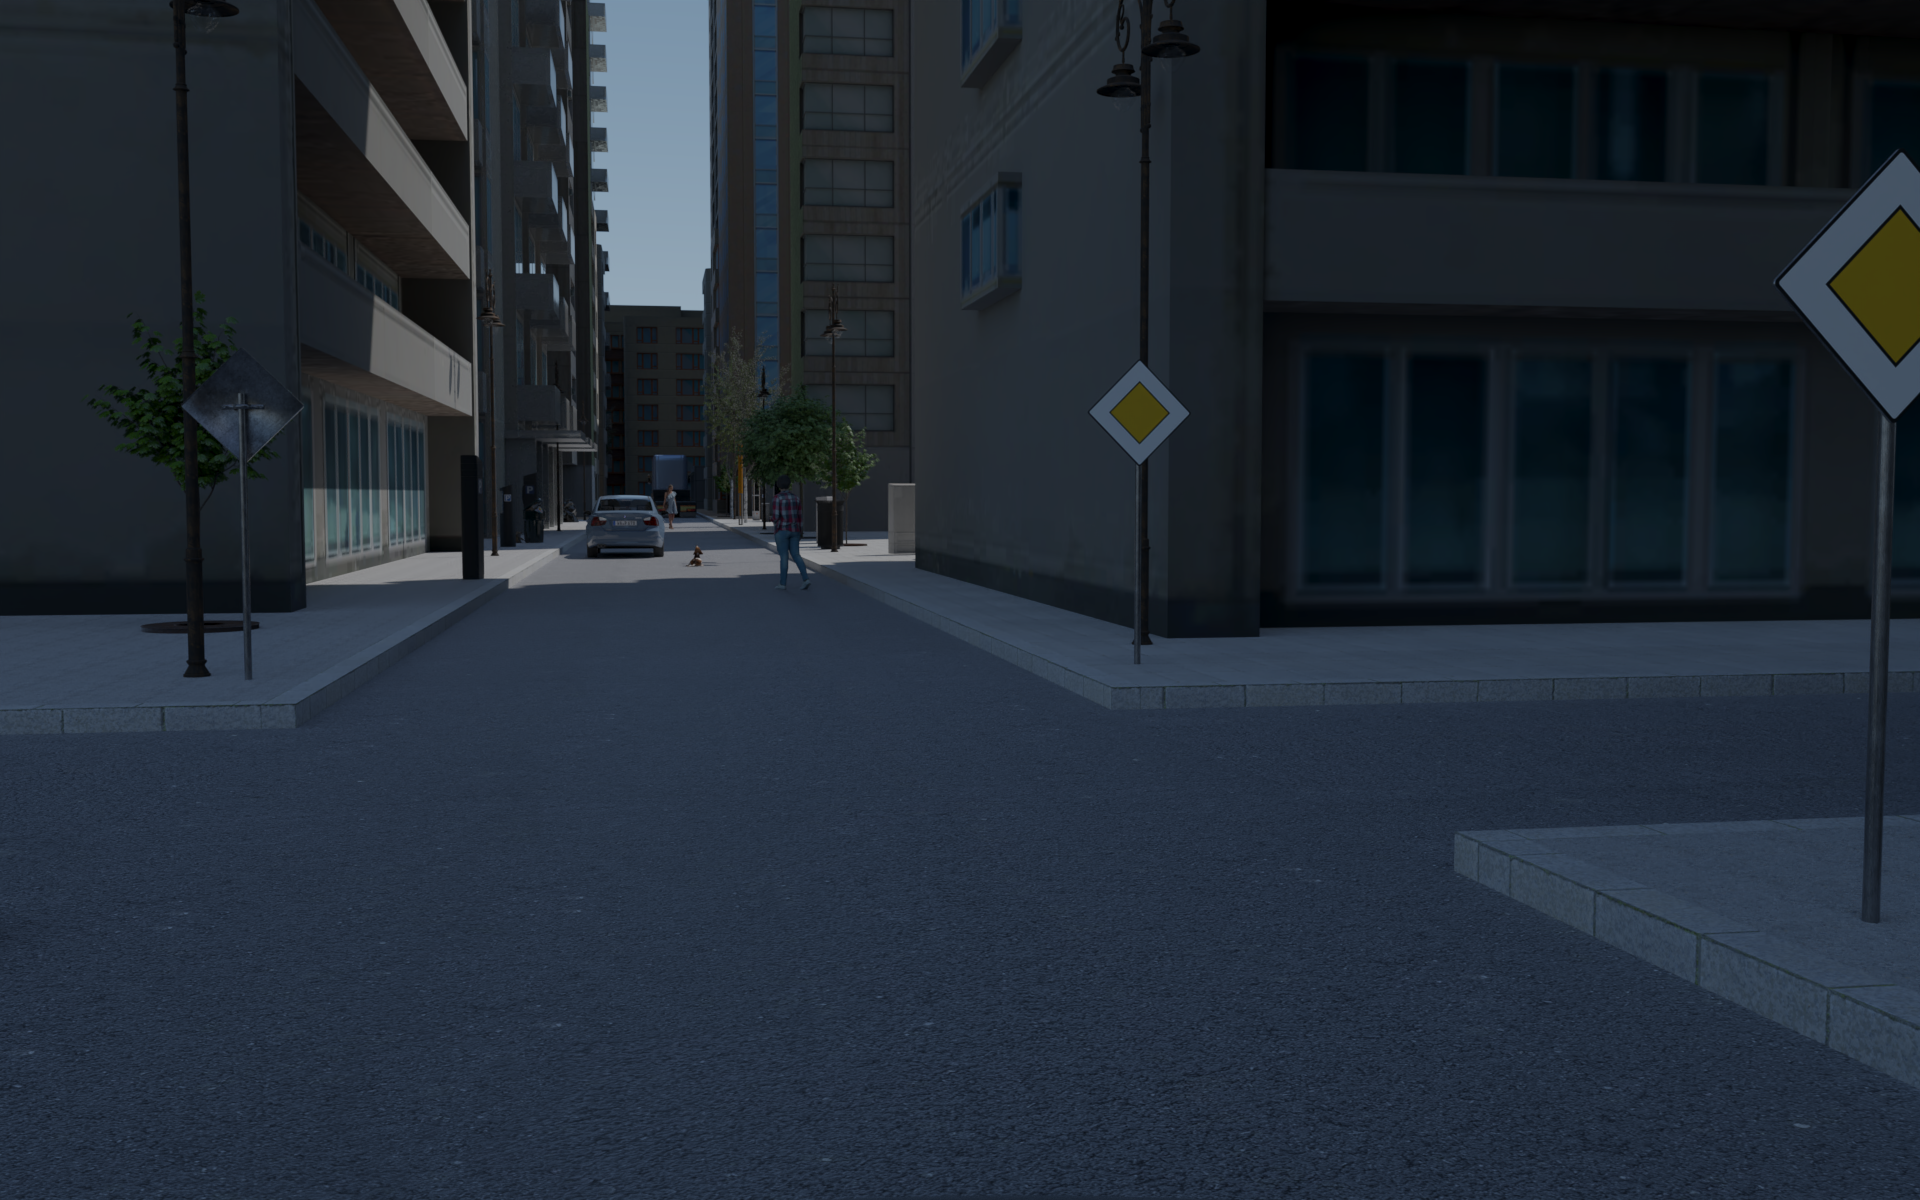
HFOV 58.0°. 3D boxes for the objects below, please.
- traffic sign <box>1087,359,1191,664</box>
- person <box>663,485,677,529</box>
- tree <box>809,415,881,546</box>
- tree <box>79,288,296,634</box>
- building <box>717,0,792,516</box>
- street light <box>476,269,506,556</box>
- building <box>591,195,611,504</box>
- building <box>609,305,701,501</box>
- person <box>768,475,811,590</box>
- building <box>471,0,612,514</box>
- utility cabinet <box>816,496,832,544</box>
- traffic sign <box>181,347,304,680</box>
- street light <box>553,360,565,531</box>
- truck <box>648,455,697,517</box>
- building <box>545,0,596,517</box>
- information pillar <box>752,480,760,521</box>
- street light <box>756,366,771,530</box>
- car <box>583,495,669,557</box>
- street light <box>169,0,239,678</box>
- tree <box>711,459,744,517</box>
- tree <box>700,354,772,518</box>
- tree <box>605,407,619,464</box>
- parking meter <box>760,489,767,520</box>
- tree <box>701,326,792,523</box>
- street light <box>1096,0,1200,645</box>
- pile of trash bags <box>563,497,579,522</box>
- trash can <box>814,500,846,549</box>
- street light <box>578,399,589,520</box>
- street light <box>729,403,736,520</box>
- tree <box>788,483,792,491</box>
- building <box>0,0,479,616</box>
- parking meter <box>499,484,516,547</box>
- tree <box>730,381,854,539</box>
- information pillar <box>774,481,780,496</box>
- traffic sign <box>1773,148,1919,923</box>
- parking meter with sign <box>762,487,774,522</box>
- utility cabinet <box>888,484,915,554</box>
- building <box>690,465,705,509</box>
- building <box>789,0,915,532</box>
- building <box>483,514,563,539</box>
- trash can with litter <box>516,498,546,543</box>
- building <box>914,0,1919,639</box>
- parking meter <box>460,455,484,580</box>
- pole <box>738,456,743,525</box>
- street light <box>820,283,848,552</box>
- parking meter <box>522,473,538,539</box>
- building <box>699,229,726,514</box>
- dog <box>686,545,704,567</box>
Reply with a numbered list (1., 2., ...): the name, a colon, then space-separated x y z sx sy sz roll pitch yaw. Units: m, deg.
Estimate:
1. traffic sign: 1.334 -0.572 12.998 0.795 2.450 0.064 -1 4 -10
2. person: -11.791 -3.777 70.344 0.616 1.811 0.778 -2 4 -24
3. tree: -2.944 -2.948 42.798 1.663 3.219 1.824 0 3 0
4. tree: -7.058 -1.328 16.319 1.663 3.219 1.824 0 3 0
5. building: -7.658 -27.916 106.543 14.600 45.320 14.200 -1 4 -10
6. street light: -9.640 -3.849 35.716 0.468 5.910 1.993 -1 4 -10
7. building: -37.383 -16.334 112.106 27.650 21.520 28.899 -1 4 -10
8. building: -40.427 -20.544 180.927 28.899 21.520 27.650 -1 4 -10
9. person: -2.576 -1.017 25.964 0.563 1.720 0.643 -3 5 -42
10. building: -45.215 -32.195 145.994 30.456 49.044 23.786 -1 4 -10
11. utility cabinet: -3.541 -2.092 45.363 0.306 1.237 1.020 0 4 6
12. traffic sign: -4.916 -0.506 11.912 0.795 2.450 0.064 -1 4 -10
13. street light: -13.869 -5.316 59.698 0.468 5.910 1.993 -1 4 -10
14. truck: -18.891 -7.581 113.701 2.967 4.110 18.799 -1 4 -11
15. building: -26.932 -19.583 91.885 14.160 30.474 14.107 -1 4 -10
16. information pillar: -9.888 -4.861 83.971 0.304 2.012 0.304 -1 4 -22
17. street light: -7.076 -5.485 62.473 0.468 5.910 1.993 -1 4 -10
18. car: -7.833 -1.750 40.618 2.014 1.417 4.499 -1 4 -10
19. street light: -5.368 -2.399 12.007 0.468 5.910 1.993 -1 4 -10
20. tree: -13.074 -6.218 96.267 1.663 3.219 1.824 0 3 0
21. tree: -11.971 -8.666 92.058 4.737 8.622 4.395 0 3 0
22. tree: -28.262 -11.209 133.630 4.360 8.622 3.978 0 3 0
23. parking meter: -9.826 -4.777 86.511 0.372 1.533 0.369 0 3 0
24. tree: -9.297 -7.735 76.832 4.360 8.622 3.978 0 3 0
25. street light: 1.555 -2.557 14.603 0.468 5.910 1.993 -1 4 -10
26. pile of trash bags: -18.551 -4.248 79.213 1.912 1.369 3.447 -1 4 -19
27. trash can: -3.017 -1.753 40.315 0.748 1.137 0.748 0 3 0
28. street light: -18.246 -6.805 84.047 0.468 5.910 1.993 -1 4 -10
29. street light: -11.300 -6.965 86.671 0.468 5.910 1.993 -1 4 -10
30. tree: -8.346 -5.376 82.505 1.663 3.219 1.824 0 3 0
31. building: -19.551 -24.587 25.702 21.300 48.544 21.600 -1 4 -10
32. parking meter: -10.981 -2.057 42.041 0.372 1.533 0.369 0 3 0
33. tree: -4.695 -4.063 50.151 4.285 4.588 4.351 0 3 0
34. information pillar: -6.636 -3.607 63.460 0.304 2.012 0.304 1 4 14
35. traffic sign: 2.731 -0.091 5.135 0.795 2.450 0.064 -1 4 -10
36. parking meter with sign: -8.324 -5.135 80.226 1.738 3.016 0.543 0 4 -4
37. utility cabinet: -0.931 -1.723 36.852 1.173 1.500 0.318 -2 4 -27
38. building: -13.356 -43.635 151.683 20.563 71.187 20.611 -1 4 -10
39. building: 0.417 -23.368 65.662 14.154 41.232 14.086 -1 4 -10
40. building: -25.074 -26.887 59.203 23.786 49.044 30.456 -1 4 -10
41. trash can with litter: -11.403 -2.079 45.382 1.055 1.170 0.624 0 4 0
42. building: 10.319 -24.617 26.190 21.600 48.544 21.300 -1 4 -10
43. parking meter: -7.350 -1.248 26.108 0.255 1.863 0.399 0 4 -2
44. pole: -9.053 -4.745 71.429 0.158 3.312 0.155 0 3 0
45. street light: -2.776 -3.995 38.100 0.468 5.910 1.993 -1 4 -10
46. parking meter: -11.685 -2.532 47.104 0.399 1.863 0.255 0 4 -5
47. building: -4.851 -17.405 129.611 27.650 21.520 28.899 -1 4 -10
48. dog: -5.312 -0.870 34.413 0.550 0.427 0.748 3 4 36
